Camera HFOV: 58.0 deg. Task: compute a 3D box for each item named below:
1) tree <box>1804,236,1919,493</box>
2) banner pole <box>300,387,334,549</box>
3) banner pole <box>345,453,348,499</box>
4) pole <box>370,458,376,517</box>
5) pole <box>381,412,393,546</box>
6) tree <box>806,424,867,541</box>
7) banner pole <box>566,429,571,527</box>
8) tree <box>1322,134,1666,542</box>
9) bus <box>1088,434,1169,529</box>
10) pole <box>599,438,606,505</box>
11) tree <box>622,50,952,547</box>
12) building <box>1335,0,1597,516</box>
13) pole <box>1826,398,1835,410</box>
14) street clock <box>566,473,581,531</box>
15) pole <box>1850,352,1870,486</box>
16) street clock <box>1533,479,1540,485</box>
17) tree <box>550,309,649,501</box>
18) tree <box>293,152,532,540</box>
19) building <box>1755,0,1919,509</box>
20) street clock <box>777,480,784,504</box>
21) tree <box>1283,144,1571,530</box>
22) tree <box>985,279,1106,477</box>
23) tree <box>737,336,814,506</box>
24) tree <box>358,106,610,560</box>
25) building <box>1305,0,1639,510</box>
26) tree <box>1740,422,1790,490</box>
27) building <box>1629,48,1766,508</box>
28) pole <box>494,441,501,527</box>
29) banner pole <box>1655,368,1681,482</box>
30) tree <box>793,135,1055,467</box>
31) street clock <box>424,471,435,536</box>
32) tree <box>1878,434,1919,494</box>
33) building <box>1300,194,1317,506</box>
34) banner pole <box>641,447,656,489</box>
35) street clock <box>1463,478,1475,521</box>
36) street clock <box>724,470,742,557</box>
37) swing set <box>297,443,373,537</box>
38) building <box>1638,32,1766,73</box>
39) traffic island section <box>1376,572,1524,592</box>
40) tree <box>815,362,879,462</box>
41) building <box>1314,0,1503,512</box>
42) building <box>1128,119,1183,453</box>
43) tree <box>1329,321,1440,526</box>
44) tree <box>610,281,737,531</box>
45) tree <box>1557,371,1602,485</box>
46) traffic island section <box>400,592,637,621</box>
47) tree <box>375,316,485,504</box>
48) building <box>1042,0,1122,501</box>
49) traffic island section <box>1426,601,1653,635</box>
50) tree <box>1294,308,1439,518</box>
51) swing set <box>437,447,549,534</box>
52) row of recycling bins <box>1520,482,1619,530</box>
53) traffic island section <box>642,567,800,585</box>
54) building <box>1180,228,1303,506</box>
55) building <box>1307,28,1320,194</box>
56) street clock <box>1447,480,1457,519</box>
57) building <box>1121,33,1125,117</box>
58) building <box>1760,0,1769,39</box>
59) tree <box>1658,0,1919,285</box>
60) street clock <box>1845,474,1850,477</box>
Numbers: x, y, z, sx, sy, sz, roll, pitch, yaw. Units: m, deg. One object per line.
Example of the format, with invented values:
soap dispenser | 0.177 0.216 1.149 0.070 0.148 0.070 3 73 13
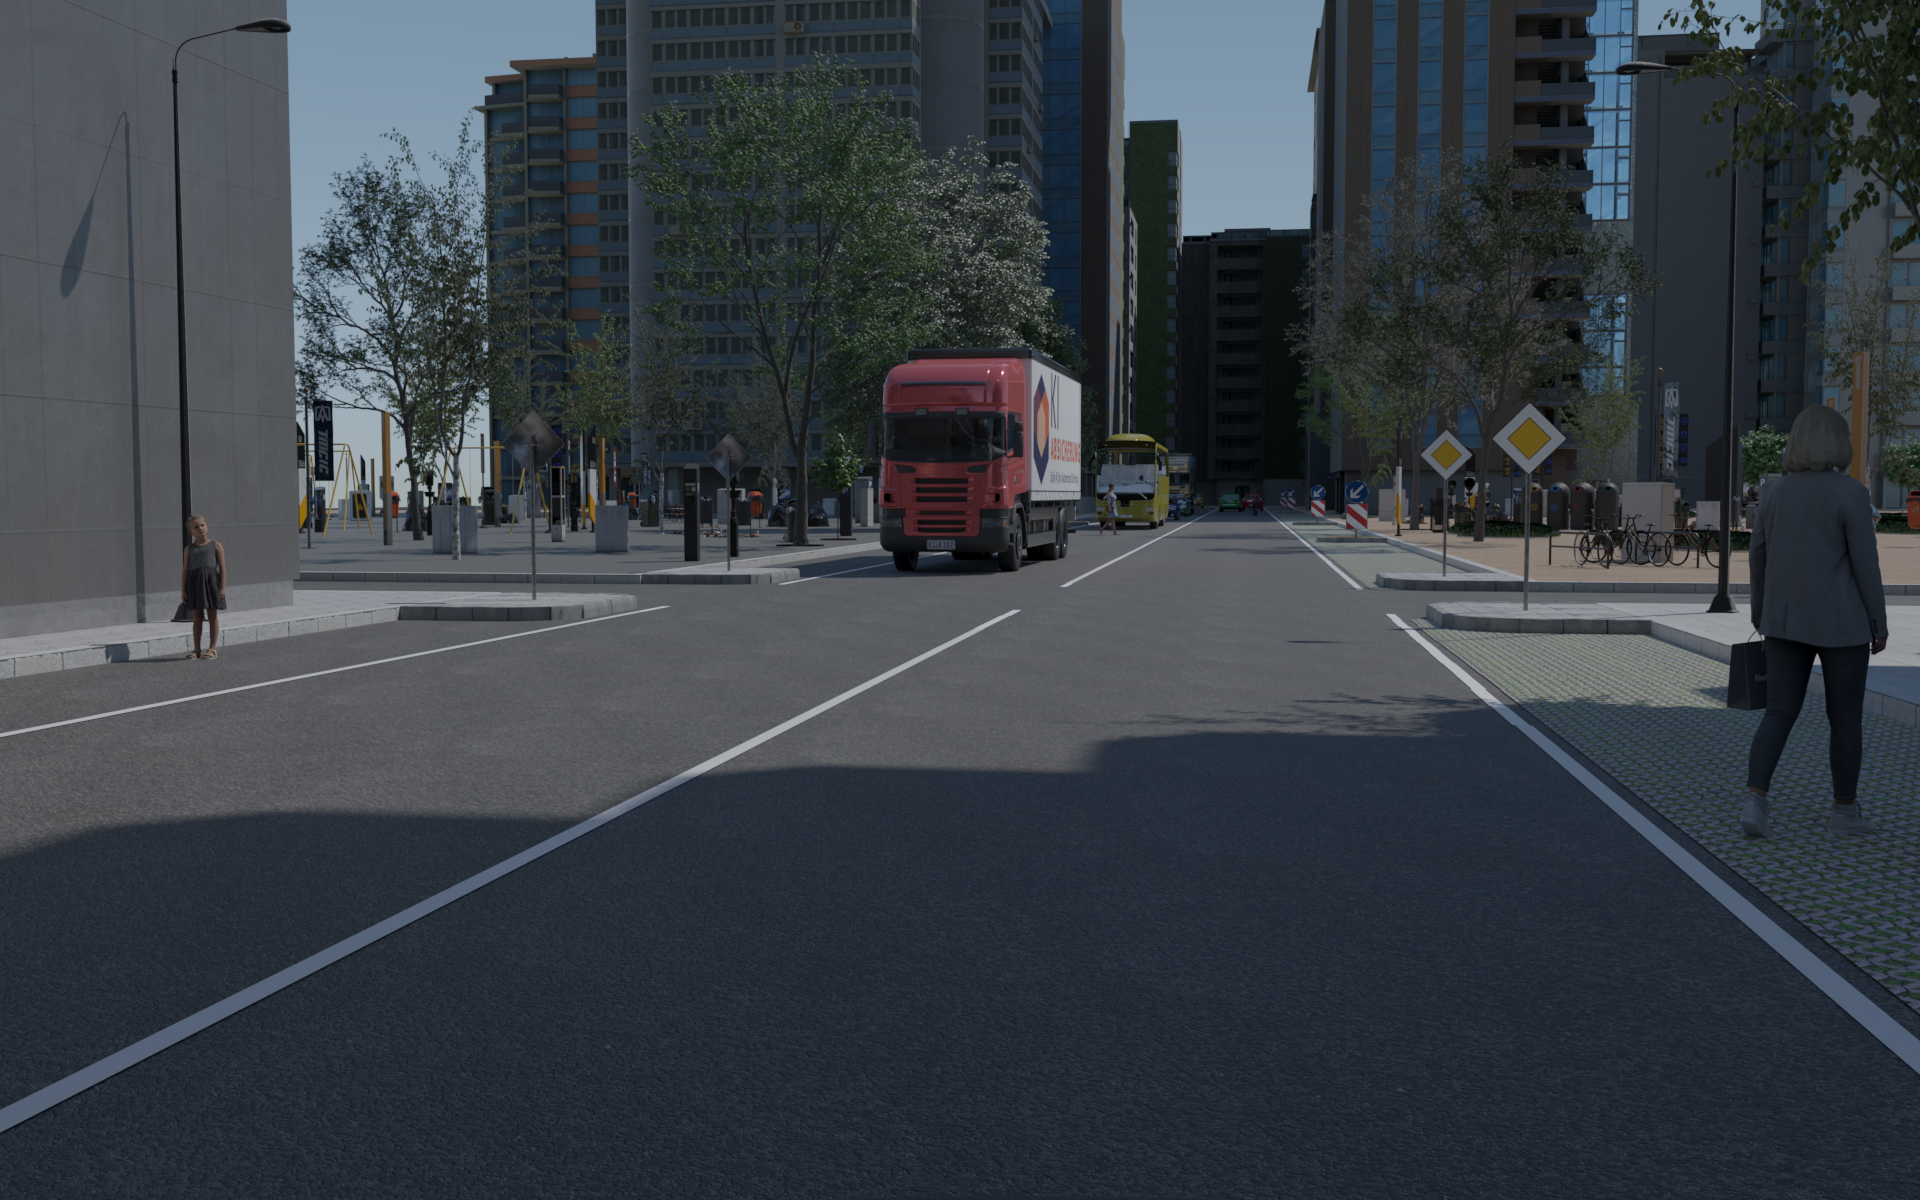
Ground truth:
tree | 26.242 -6.061 49.463 4.360 8.622 3.978 0 3 0
banner pole | -15.127 -3.104 40.768 0.863 3.779 0.401 0 4 1
banner pole | -37.640 -7.117 106.381 0.401 3.779 0.863 -1 4 -15
pole | -33.551 -6.431 98.989 0.158 3.312 0.155 0 3 0
pole | -14.290 -3.017 43.176 0.158 3.312 0.155 0 3 0
tree | -3.535 -3.278 48.203 1.663 3.219 1.824 0 3 0
banner pole | -15.122 -4.706 66.959 0.401 3.779 0.863 0 4 -4
tree | 13.889 -6.826 46.014 8.767 10.594 7.601 1 4 11
bus | 7.460 -5.059 74.260 2.896 3.916 12.252 1 4 9
pole | -13.016 -4.231 63.024 0.158 3.312 0.155 0 3 0
tree | -4.003 -7.115 42.079 9.928 11.665 9.643 0 3 0
building | 30.667 -27.991 107.757 14.600 45.320 14.200 1 4 9
pole | 18.529 -2.637 36.951 0.158 3.312 0.155 0 3 0
street clock | -13.358 -3.387 59.948 0.471 2.002 0.358 2 4 29
pole | 13.006 -1.911 25.080 0.158 3.312 0.155 0 3 0
street clock | 26.985 -4.681 81.106 0.358 2.002 0.471 2 4 30
tree | -14.634 -7.304 69.786 4.737 8.622 4.395 0 3 0
tree | -15.391 -6.941 47.897 7.601 10.594 8.767 0 4 7
building | 87.880 -32.710 154.411 30.456 49.044 23.786 1 4 9
street clock | -9.365 -5.191 89.442 0.471 2.002 0.358 2 4 27
tree | 16.258 -9.224 61.185 12.009 13.543 11.850 0 3 0
tree | 3.345 -10.656 91.240 9.611 12.733 9.660 0 3 0
tree | -8.674 -7.825 78.298 4.360 8.622 3.978 0 3 0
tree | -9.793 -5.106 33.840 4.360 8.622 3.978 0 3 0
building | 38.101 -49.931 129.048 22.319 86.520 31.000 1 4 9
tree | 36.966 -5.860 79.530 4.285 4.588 4.351 0 3 0
building | 65.959 -29.314 162.876 14.086 41.232 14.154 1 4 9
pole | -17.797 -4.450 66.595 0.158 3.312 0.155 0 3 0
banner pole | 13.933 -2.705 34.238 0.401 3.779 0.863 -1 4 -15
tree | -1.262 -9.516 62.244 9.857 13.997 8.962 0 3 0
street clock | -16.361 -2.989 53.444 0.358 2.002 0.471 -1 4 -12
tree | 51.395 -6.718 93.560 4.285 4.588 4.351 0 3 0
building | 40.779 -24.208 167.500 14.160 30.474 14.107 1 4 9
banner pole | -16.653 -6.255 92.278 0.401 3.779 0.863 3 5 40
street clock | 22.309 -4.362 75.888 0.471 2.002 0.358 0 4 3
street clock | -4.613 -1.876 35.238 0.358 2.002 0.471 0 4 6
swing set | -20.141 -3.426 53.634 3.119 2.851 2.862 1 4 11
building | 76.718 -34.424 186.534 21.600 48.544 21.300 1 4 9
traffic island section | 7.561 -0.287 26.972 2.009 0.180 2.903 1 4 9
tree | -5.755 -8.589 90.796 4.737 8.622 4.395 0 3 0
building | 38.772 -30.761 153.059 14.600 45.320 14.200 1 4 9
building | 17.562 -31.179 193.376 14.086 41.232 14.154 1 4 9
tree | 17.507 -7.349 70.521 4.737 8.622 4.395 0 3 0
tree | -10.423 -6.740 60.556 4.360 8.622 3.978 0 3 0
tree | 31.913 -8.270 85.574 4.737 8.622 4.395 0 3 0
traffic island section | -5.181 0.079 20.988 2.009 0.180 2.903 1 4 9
tree | -20.305 -7.145 67.190 4.737 8.622 4.395 0 3 0
building | 5.043 -29.617 134.350 14.600 45.320 14.200 1 4 9
traffic island section | 6.254 0.195 19.094 2.009 0.180 2.903 1 4 9
tree | 21.957 -10.264 93.578 9.928 11.665 9.643 0 3 0
swing set | -15.655 -3.662 57.489 3.119 2.851 2.862 1 4 14
row of recycling bins | 21.896 -3.373 62.259 3.534 1.692 1.069 3 5 39
traffic island section | -3.874 -0.403 28.866 2.009 0.180 2.903 1 4 9
building | 31.421 -25.652 191.118 14.107 30.474 14.160 1 4 9
building | 53.107 -36.993 194.069 27.495 52.752 28.713 1 4 9
street clock | 25.289 -5.174 89.159 0.471 2.002 0.358 -1 4 -17
building | 6.528 -28.437 148.538 14.154 41.232 14.086 1 4 9
building | 97.533 -45.511 182.358 20.611 71.187 20.563 1 4 9
tree | 7.153 -3.774 12.063 4.737 8.622 4.395 0 3 0
street clock | 31.566 -3.479 61.459 0.471 2.002 0.358 -2 4 -33
